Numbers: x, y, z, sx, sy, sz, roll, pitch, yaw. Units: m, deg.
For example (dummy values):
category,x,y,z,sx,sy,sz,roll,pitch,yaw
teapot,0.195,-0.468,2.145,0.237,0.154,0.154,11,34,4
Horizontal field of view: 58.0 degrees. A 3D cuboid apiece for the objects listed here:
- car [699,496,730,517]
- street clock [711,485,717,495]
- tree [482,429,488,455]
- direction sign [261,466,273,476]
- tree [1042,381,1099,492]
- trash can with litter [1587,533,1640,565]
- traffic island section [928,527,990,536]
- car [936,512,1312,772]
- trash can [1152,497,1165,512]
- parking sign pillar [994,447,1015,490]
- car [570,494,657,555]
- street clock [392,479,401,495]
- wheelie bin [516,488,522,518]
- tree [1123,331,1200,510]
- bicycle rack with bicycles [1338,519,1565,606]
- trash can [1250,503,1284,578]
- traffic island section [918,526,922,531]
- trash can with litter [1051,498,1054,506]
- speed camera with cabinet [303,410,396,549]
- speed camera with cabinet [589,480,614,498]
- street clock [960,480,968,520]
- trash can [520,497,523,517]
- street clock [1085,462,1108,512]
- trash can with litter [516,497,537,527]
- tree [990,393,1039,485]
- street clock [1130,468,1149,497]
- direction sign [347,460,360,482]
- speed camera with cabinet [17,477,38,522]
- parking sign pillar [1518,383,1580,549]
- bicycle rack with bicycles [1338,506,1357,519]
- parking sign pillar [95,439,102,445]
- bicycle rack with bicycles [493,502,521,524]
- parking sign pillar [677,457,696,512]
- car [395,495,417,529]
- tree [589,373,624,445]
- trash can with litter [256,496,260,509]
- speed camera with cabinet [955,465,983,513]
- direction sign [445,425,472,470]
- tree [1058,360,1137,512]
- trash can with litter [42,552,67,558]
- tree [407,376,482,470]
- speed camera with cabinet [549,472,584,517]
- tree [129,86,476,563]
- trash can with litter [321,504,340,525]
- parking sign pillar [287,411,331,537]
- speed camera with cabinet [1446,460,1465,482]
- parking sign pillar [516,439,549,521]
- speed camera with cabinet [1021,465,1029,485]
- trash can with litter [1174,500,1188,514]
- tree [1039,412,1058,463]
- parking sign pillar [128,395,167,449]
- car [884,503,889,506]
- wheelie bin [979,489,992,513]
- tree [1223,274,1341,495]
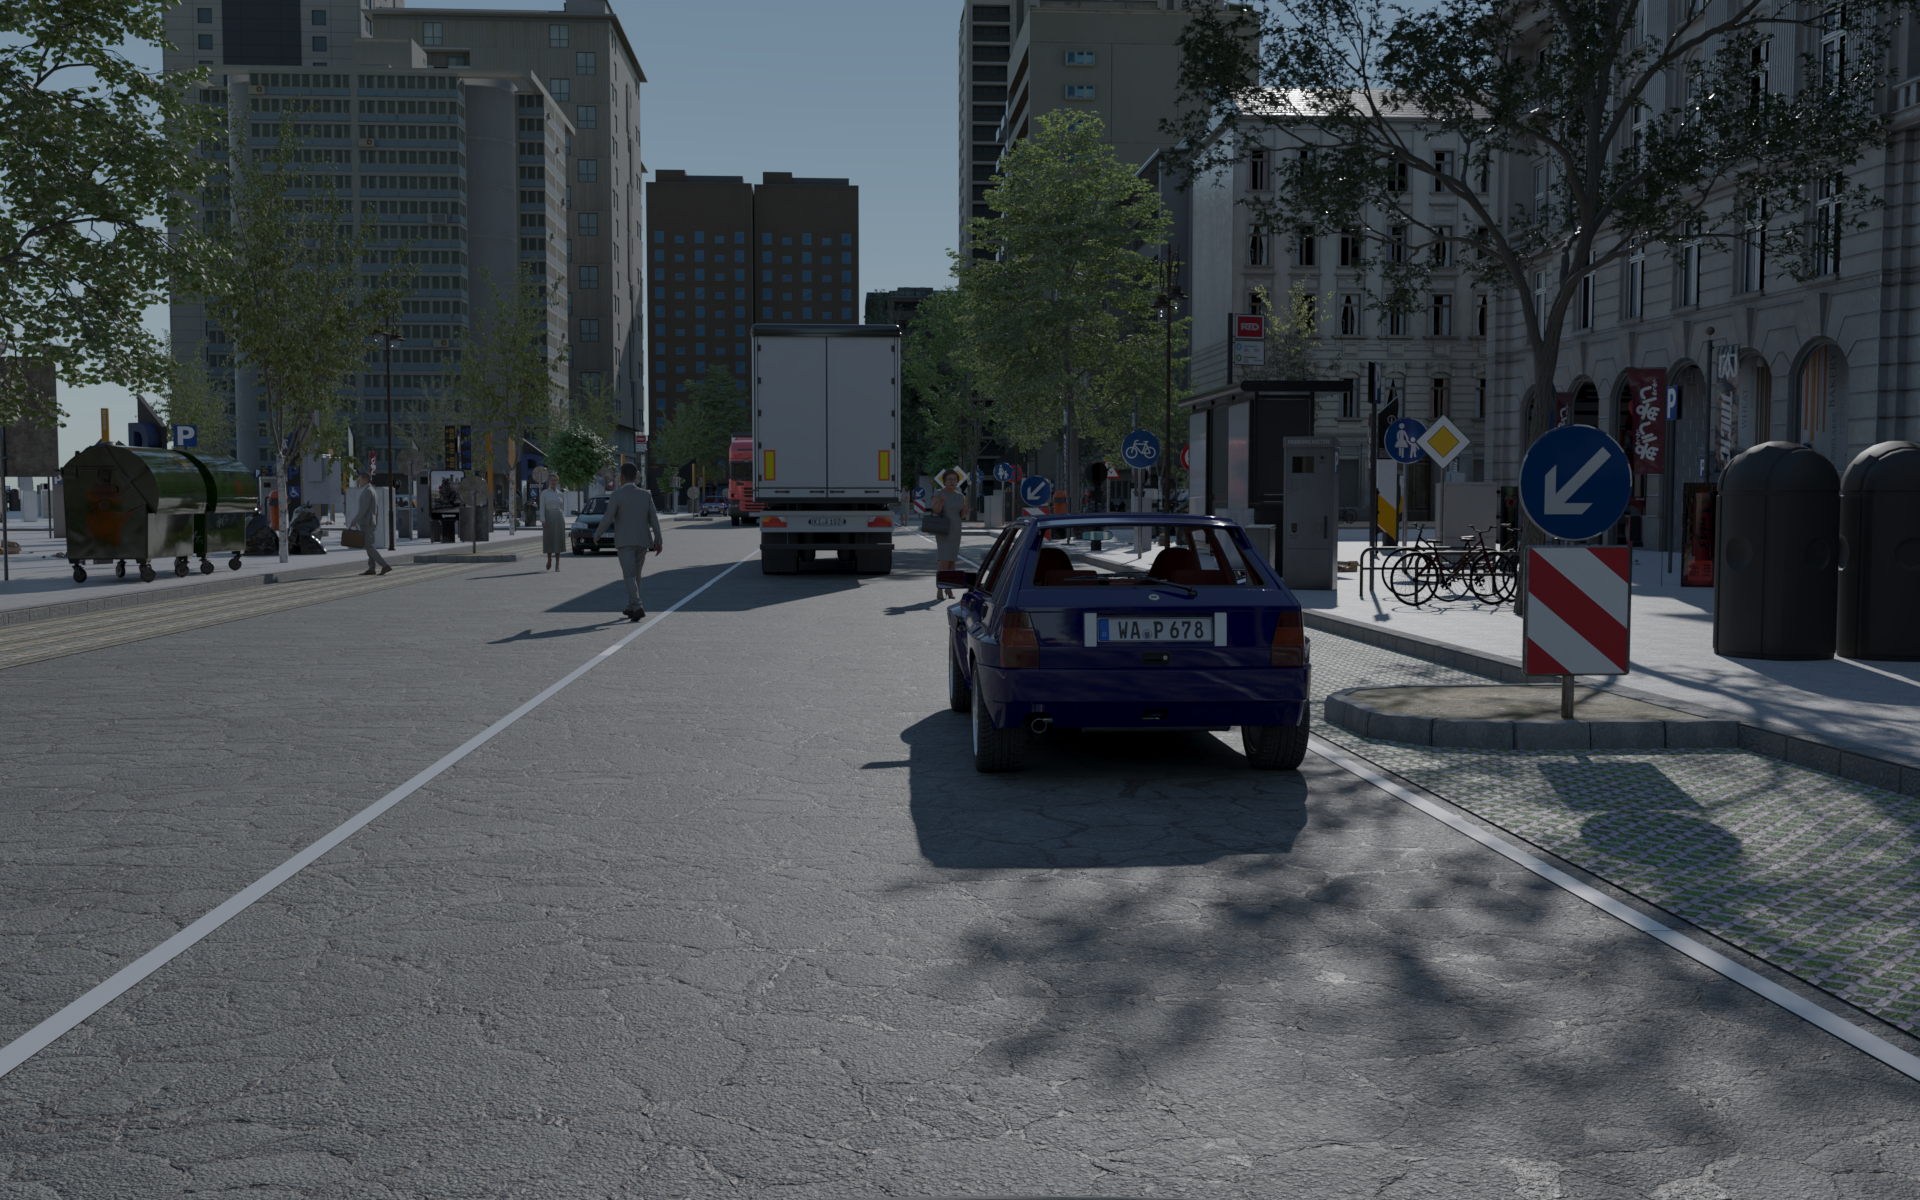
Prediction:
category,x,y,z,sx,sy,sz,roll,pitch,yaw
car,-15.516,-5.950,109.859,1.945,1.354,3.894,0,4,-4
street clock,-20.098,-8.374,141.476,0.358,2.002,0.471,2,4,29
tree,-36.748,-10.818,127.244,4.360,8.622,3.978,0,3,0
direction sign,-55.699,-9.003,139.196,0.876,3.537,0.379,-1,4,-18
tree,6.930,-9.717,109.233,4.737,8.622,4.395,0,3,0
trash can with litter,11.919,-1.302,32.343,1.678,1.210,2.233,0,4,-3
traffic island section,-0.075,-2.334,60.443,2.009,0.180,2.903,0,4,-4
car,0.849,0.139,10.300,1.945,1.354,3.894,0,4,-3
trash can,9.590,-4.318,82.251,0.748,1.137,0.748,0,3,0
parking sign pillar,2.555,-6.561,95.736,1.447,3.967,1.447,1,4,14
car,-8.372,-1.981,42.178,2.009,1.686,4.222,0,4,-3
street clock,-27.842,-4.953,85.551,0.471,2.002,0.358,-1,4,-12
wheelie bin,-23.290,-5.089,91.109,0.693,1.594,0.980,-1,4,-10
tree,9.099,-7.805,77.972,4.737,8.622,4.395,0,3,0
bicycle rack with bicycles,6.219,-0.462,20.939,2.925,0.926,2.852,0,4,-6
trash can,4.848,-0.925,26.779,0.748,1.137,0.748,0,3,0
traffic island section,-0.618,-2.821,68.409,2.009,0.180,2.903,0,4,-4
trash can with litter,4.250,-4.344,82.414,1.055,1.170,0.624,3,5,45
speed camera with cabinet,-14.358,-2.837,40.726,2.038,3.252,0.660,1,4,9
speed camera with cabinet,-19.459,-6.179,95.367,2.038,3.252,0.660,2,4,29
street clock,0.170,-4.944,85.402,0.358,2.002,0.471,2,4,28
trash can,-22.148,-4.711,88.680,0.748,1.137,0.748,0,3,0
street clock,3.085,-2.118,39.206,0.471,2.002,0.358,-2,4,-24
trash can with litter,-17.032,-3.440,67.631,1.055,1.170,0.624,-1,4,-9
tree,4.266,-10.762,126.326,4.360,8.622,3.978,0,3,0
street clock,4.789,-2.547,46.214,0.471,2.002,0.358,1,4,14
direction sign,-40.384,-7.547,115.384,0.876,3.537,0.379,1,4,9
speed camera with cabinet,-43.097,-5.242,80.042,0.660,3.252,2.038,-2,4,-34
parking sign pillar,13.538,-3.144,39.873,1.447,3.967,1.447,0,4,5
bicycle rack with bicycles,15.767,-3.763,74.912,2.925,0.926,2.852,1,4,9
parking sign pillar,-41.770,-5.804,83.365,1.447,3.967,1.447,1,4,8
bicycle rack with bicycles,-20.632,-3.808,75.645,2.925,0.926,2.852,-2,4,-31
parking sign pillar,-19.975,-8.452,126.668,1.447,3.967,1.447,-2,4,-28
car,-19.895,-3.130,63.175,4.499,1.417,2.014,0,4,-3
tree,-22.224,-9.407,104.164,4.737,8.622,4.395,0,3,0
trash can with litter,-33.145,-4.363,82.720,1.055,1.170,0.624,1,4,20
speed camera with cabinet,0.549,-7.619,118.906,2.038,3.252,0.660,2,4,32
direction sign,-16.512,-3.979,57.058,0.876,3.537,0.379,0,4,3
tree,7.910,-8.731,93.108,4.360,8.622,3.978,0,3,0
trash can with litter,-17.804,-1.476,35.188,1.678,1.210,2.233,-3,5,-44
tree,-32.675,-9.571,106.854,4.360,8.622,3.978,0,3,0
speed camera with cabinet,-22.325,-6.325,97.745,2.038,3.252,0.660,-2,4,-34
tree,-12.405,-4.993,31.998,4.737,8.622,4.395,0,3,0
trash can with litter,-27.559,-3.827,73.630,2.233,1.210,1.678,-1,4,-19
parking sign pillar,-19.780,-3.897,52.189,1.447,3.967,1.447,0,4,5
speed camera with cabinet,20.571,-4.685,70.941,0.660,3.252,2.038,0,4,-8
parking sign pillar,-20.633,-5.848,84.081,1.447,3.967,1.447,1,4,9
speed camera with cabinet,4.330,-7.557,117.892,0.660,3.252,2.038,-1,4,-11
trash can with litter,5.344,-1.921,42.797,1.055,1.170,0.624,0,4,-4
tree,7.392,-9.409,104.199,4.360,8.622,3.978,0,3,0
parking sign pillar,-21.996,-3.577,46.950,1.447,3.967,1.447,3,4,38
car,-4.125,-3.834,74.491,2.131,1.459,4.920,0,4,-3
wheelie bin,1.699,-6.685,117.215,0.980,1.594,0.693,-3,4,-38
tree,10.891,-6.622,58.635,4.360,8.622,3.978,0,3,0
